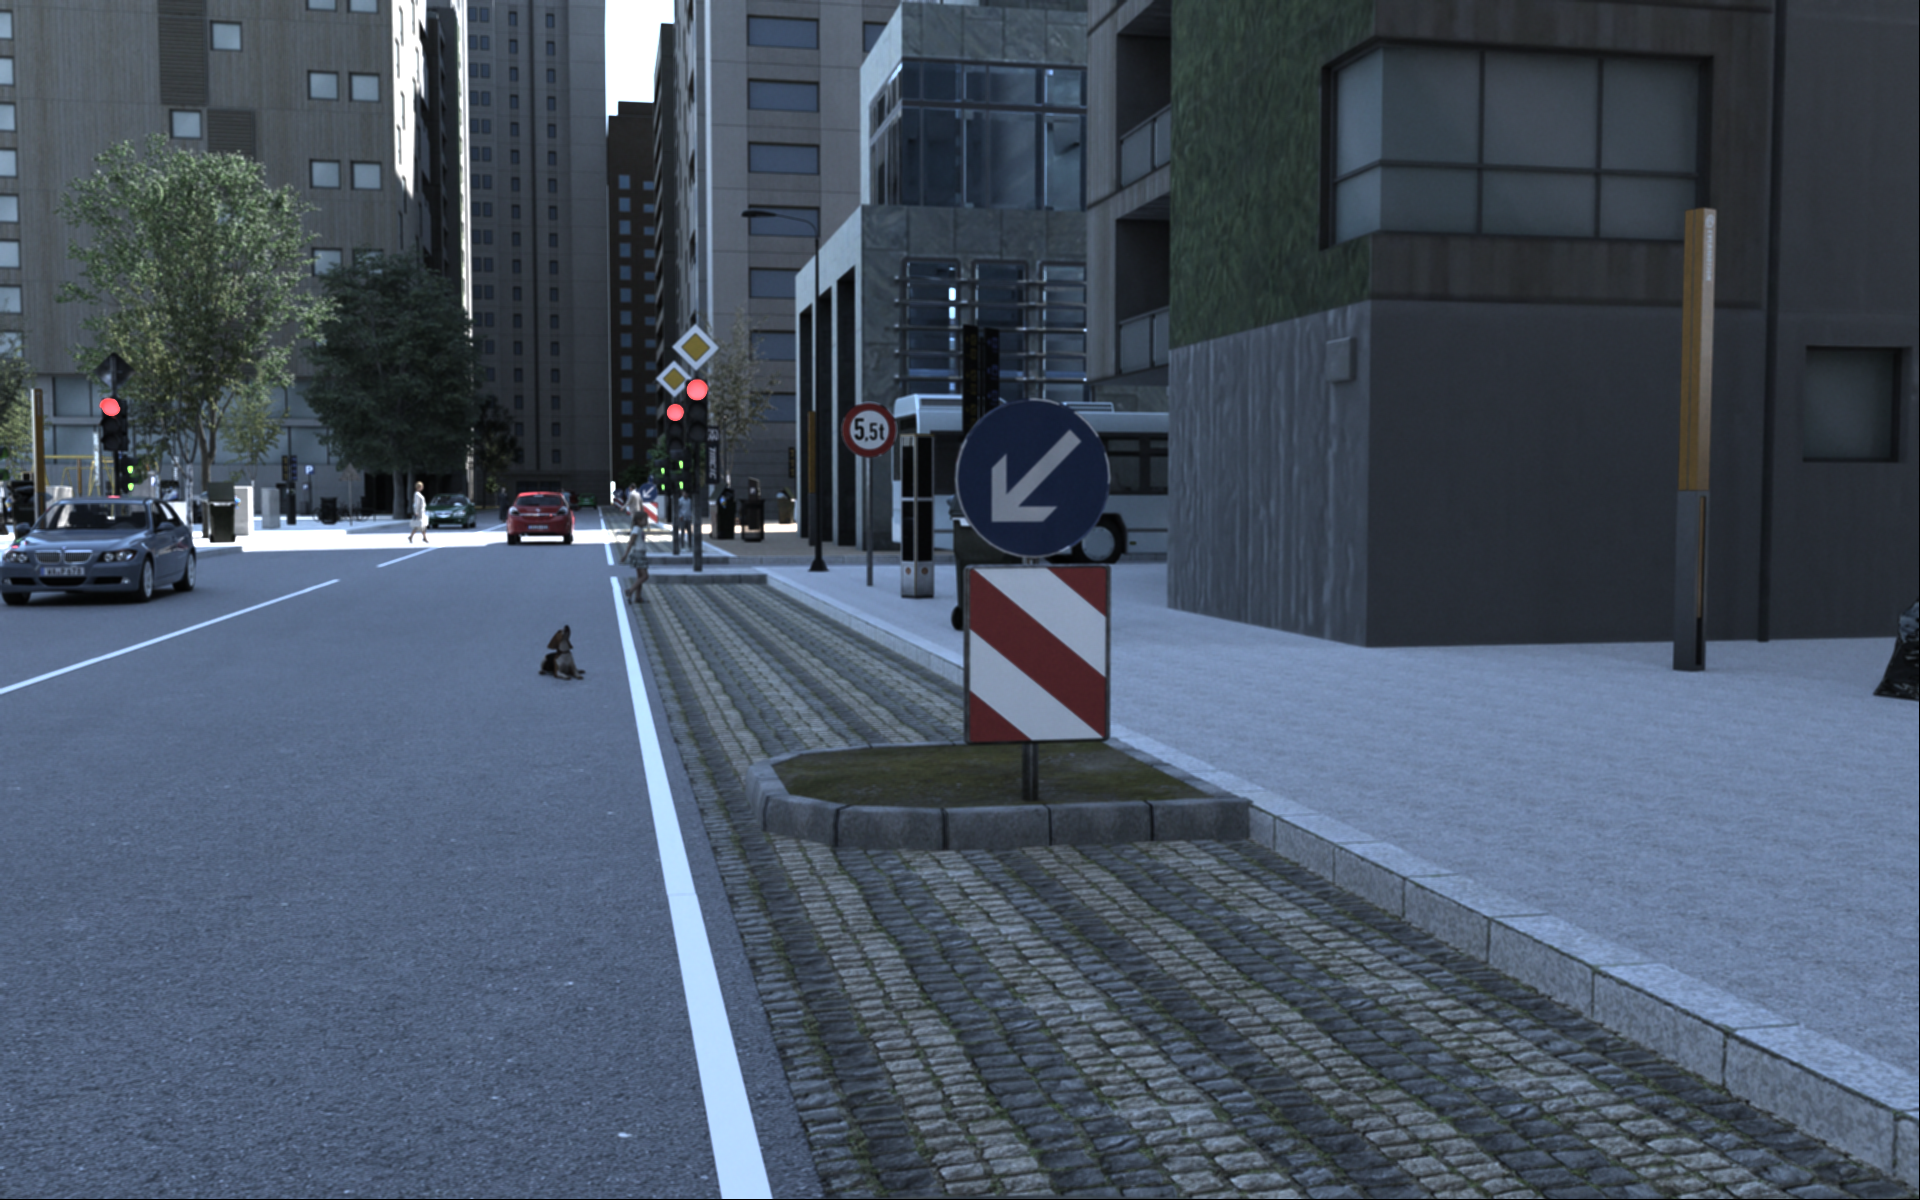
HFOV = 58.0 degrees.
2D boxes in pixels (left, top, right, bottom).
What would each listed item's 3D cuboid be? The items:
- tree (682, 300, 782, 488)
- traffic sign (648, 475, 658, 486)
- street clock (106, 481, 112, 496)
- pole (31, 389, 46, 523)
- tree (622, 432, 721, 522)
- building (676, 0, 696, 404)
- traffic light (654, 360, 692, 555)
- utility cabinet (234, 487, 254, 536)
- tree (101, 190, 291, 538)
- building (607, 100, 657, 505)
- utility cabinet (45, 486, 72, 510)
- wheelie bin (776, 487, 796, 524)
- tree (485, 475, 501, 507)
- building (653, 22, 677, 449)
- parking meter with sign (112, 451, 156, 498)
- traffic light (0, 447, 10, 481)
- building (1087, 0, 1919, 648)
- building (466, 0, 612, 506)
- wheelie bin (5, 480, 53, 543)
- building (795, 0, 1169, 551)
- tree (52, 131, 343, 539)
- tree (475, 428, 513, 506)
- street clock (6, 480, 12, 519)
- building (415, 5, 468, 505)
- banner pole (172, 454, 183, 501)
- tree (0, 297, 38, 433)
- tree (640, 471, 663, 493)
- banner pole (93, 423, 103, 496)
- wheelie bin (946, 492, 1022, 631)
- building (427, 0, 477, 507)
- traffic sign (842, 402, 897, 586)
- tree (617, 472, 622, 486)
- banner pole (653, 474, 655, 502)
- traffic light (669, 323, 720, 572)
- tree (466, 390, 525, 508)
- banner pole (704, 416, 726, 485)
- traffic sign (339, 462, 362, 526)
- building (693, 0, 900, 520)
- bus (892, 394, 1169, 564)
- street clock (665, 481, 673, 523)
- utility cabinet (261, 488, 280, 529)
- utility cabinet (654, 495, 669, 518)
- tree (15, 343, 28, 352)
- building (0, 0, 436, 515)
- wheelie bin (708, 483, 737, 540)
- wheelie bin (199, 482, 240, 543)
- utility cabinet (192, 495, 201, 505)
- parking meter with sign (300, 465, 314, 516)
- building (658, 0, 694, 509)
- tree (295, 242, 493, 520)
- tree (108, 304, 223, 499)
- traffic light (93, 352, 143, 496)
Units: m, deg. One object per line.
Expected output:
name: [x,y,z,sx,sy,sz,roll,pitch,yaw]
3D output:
tree: [-8.919,-7.103,66.494,4.360,8.622,3.978,0,3,0]
traffic sign: [-18.407,-6.377,104.375,0.768,2.556,0.104,0,4,-3]
street clock: [-47.972,-5.691,97.617,0.358,2.002,0.471,-2,4,-27]
pole: [-17.917,-2.438,33.703,0.158,3.312,0.155,0,3,0]
tree: [-12.694,-5.855,79.436,4.285,4.588,4.351,0,3,0]
building: [-7.156,-33.107,130.538,28.713,52.752,27.495,-1,4,-12]
traffic light: [-6.012,-2.906,36.436,0.839,4.253,0.868,-1,4,-12]
utility cabinet: [-21.759,-2.633,51.735,1.173,1.500,0.318,0,4,4]
tree: [-18.955,-5.628,42.380,4.737,8.622,4.395,0,3,0]
building: [-33.540,-33.728,201.558,14.200,45.320,14.600,-1,4,-12]
utility cabinet: [-25.249,-2.438,48.534,0.318,1.500,1.173,0,4,-4]
wheelie bin: [-7.409,-4.019,73.620,0.693,1.594,0.980,1,4,13]
tree: [-46.500,-10.855,172.085,1.663,3.219,1.824,0,3,0]
building: [-19.552,-33.688,174.498,21.300,48.544,21.600,-1,4,-12]
parking meter with sign: [-27.317,-3.772,57.931,1.738,3.016,0.543,0,4,-2]
traffic light: [-14.999,-2.291,26.381,0.839,4.253,0.868,-1,4,-12]
building: [8.851,-20.656,21.324,14.154,41.232,14.086,-1,4,-12]
building: [-55.080,-40.279,200.554,28.212,58.520,21.231,-1,4,-12]
wheelie bin: [-21.521,-1.966,40.051,0.980,1.594,0.693,-2,4,-26]
building: [10.690,-45.116,50.325,31.000,86.520,22.319,-1,4,-12]
tree: [-21.688,-7.579,49.670,9.928,11.665,9.643,0,3,0]
tree: [-47.705,-13.907,177.737,4.737,8.622,4.395,0,3,0]
street clock: [-49.455,-5.245,90.318,0.471,2.002,0.358,2,4,23]
building: [-47.957,-27.920,140.092,14.154,41.232,14.086,-1,4,-12]
banner pole: [-43.644,-6.526,96.711,0.863,3.779,0.401,1,4,13]
tree: [-36.354,-6.977,64.429,4.360,8.622,3.978,0,3,0]
tree: [-24.876,-8.825,138.897,1.663,3.219,1.824,0,3,0]
banner pole: [-30.308,-4.338,60.951,0.863,3.779,0.401,3,5,44]
wheelie bin: [0.310,-0.514,16.304,0.980,1.594,0.693,2,4,29]
building: [-58.392,-44.528,166.289,20.611,71.187,20.563,-1,4,-12]
traffic sign: [-1.259,-1.469,24.124,0.768,2.556,0.104,0,4,-2]
tree: [-31.315,-11.251,167.668,4.285,4.588,4.351,0,3,0]
banner pole: [-17.486,-6.663,98.960,0.401,3.779,0.863,0,4,-5]
traffic light: [-4.371,-2.428,28.620,0.839,4.253,0.868,-1,4,-12]
tree: [-42.345,-13.484,154.869,8.767,10.594,7.601,3,5,44]
banner pole: [-7.813,-4.026,55.846,0.863,3.779,0.401,0,4,-1]
traffic sign: [-24.604,-4.276,69.917,0.884,2.594,0.081,0,4,-7]
building: [-4.528,-34.018,98.193,21.231,58.520,28.212,-1,4,-12]
bus: [5.391,-2.406,34.198,13.247,3.499,2.948,-1,4,-13]
street clock: [-12.956,-4.443,77.217,0.358,2.002,0.471,-2,4,-31]
utility cabinet: [-25.426,-3.379,63.927,0.318,1.500,1.173,0,4,-4]
utility cabinet: [-16.012,-4.998,92.886,1.020,1.237,0.306,3,5,45]
tree: [-44.436,-7.923,79.905,4.737,8.622,4.395,0,3,0]
building: [-50.964,-32.314,117.577,28.713,52.752,27.495,-1,4,-12]
wheelie bin: [-6.721,-2.519,49.096,0.693,1.594,0.980,-2,4,-31]
wheelie bin: [-19.460,-2.300,45.520,0.980,1.594,0.693,-2,4,-30]
utility cabinet: [-43.818,-5.445,100.192,1.020,1.237,0.306,-1,4,-16]
parking meter with sign: [-39.318,-6.602,104.207,0.543,3.016,1.738,0,4,-7]
building: [-16.639,-43.707,152.857,20.563,71.187,20.611,-1,4,-12]
tree: [-28.189,-10.991,86.350,9.857,13.997,8.962,0,3,0]
tree: [-30.544,-7.075,66.031,4.360,8.622,3.978,0,3,0]
traffic light: [-16.639,-2.769,34.196,0.839,4.253,0.868,-1,4,-12]
